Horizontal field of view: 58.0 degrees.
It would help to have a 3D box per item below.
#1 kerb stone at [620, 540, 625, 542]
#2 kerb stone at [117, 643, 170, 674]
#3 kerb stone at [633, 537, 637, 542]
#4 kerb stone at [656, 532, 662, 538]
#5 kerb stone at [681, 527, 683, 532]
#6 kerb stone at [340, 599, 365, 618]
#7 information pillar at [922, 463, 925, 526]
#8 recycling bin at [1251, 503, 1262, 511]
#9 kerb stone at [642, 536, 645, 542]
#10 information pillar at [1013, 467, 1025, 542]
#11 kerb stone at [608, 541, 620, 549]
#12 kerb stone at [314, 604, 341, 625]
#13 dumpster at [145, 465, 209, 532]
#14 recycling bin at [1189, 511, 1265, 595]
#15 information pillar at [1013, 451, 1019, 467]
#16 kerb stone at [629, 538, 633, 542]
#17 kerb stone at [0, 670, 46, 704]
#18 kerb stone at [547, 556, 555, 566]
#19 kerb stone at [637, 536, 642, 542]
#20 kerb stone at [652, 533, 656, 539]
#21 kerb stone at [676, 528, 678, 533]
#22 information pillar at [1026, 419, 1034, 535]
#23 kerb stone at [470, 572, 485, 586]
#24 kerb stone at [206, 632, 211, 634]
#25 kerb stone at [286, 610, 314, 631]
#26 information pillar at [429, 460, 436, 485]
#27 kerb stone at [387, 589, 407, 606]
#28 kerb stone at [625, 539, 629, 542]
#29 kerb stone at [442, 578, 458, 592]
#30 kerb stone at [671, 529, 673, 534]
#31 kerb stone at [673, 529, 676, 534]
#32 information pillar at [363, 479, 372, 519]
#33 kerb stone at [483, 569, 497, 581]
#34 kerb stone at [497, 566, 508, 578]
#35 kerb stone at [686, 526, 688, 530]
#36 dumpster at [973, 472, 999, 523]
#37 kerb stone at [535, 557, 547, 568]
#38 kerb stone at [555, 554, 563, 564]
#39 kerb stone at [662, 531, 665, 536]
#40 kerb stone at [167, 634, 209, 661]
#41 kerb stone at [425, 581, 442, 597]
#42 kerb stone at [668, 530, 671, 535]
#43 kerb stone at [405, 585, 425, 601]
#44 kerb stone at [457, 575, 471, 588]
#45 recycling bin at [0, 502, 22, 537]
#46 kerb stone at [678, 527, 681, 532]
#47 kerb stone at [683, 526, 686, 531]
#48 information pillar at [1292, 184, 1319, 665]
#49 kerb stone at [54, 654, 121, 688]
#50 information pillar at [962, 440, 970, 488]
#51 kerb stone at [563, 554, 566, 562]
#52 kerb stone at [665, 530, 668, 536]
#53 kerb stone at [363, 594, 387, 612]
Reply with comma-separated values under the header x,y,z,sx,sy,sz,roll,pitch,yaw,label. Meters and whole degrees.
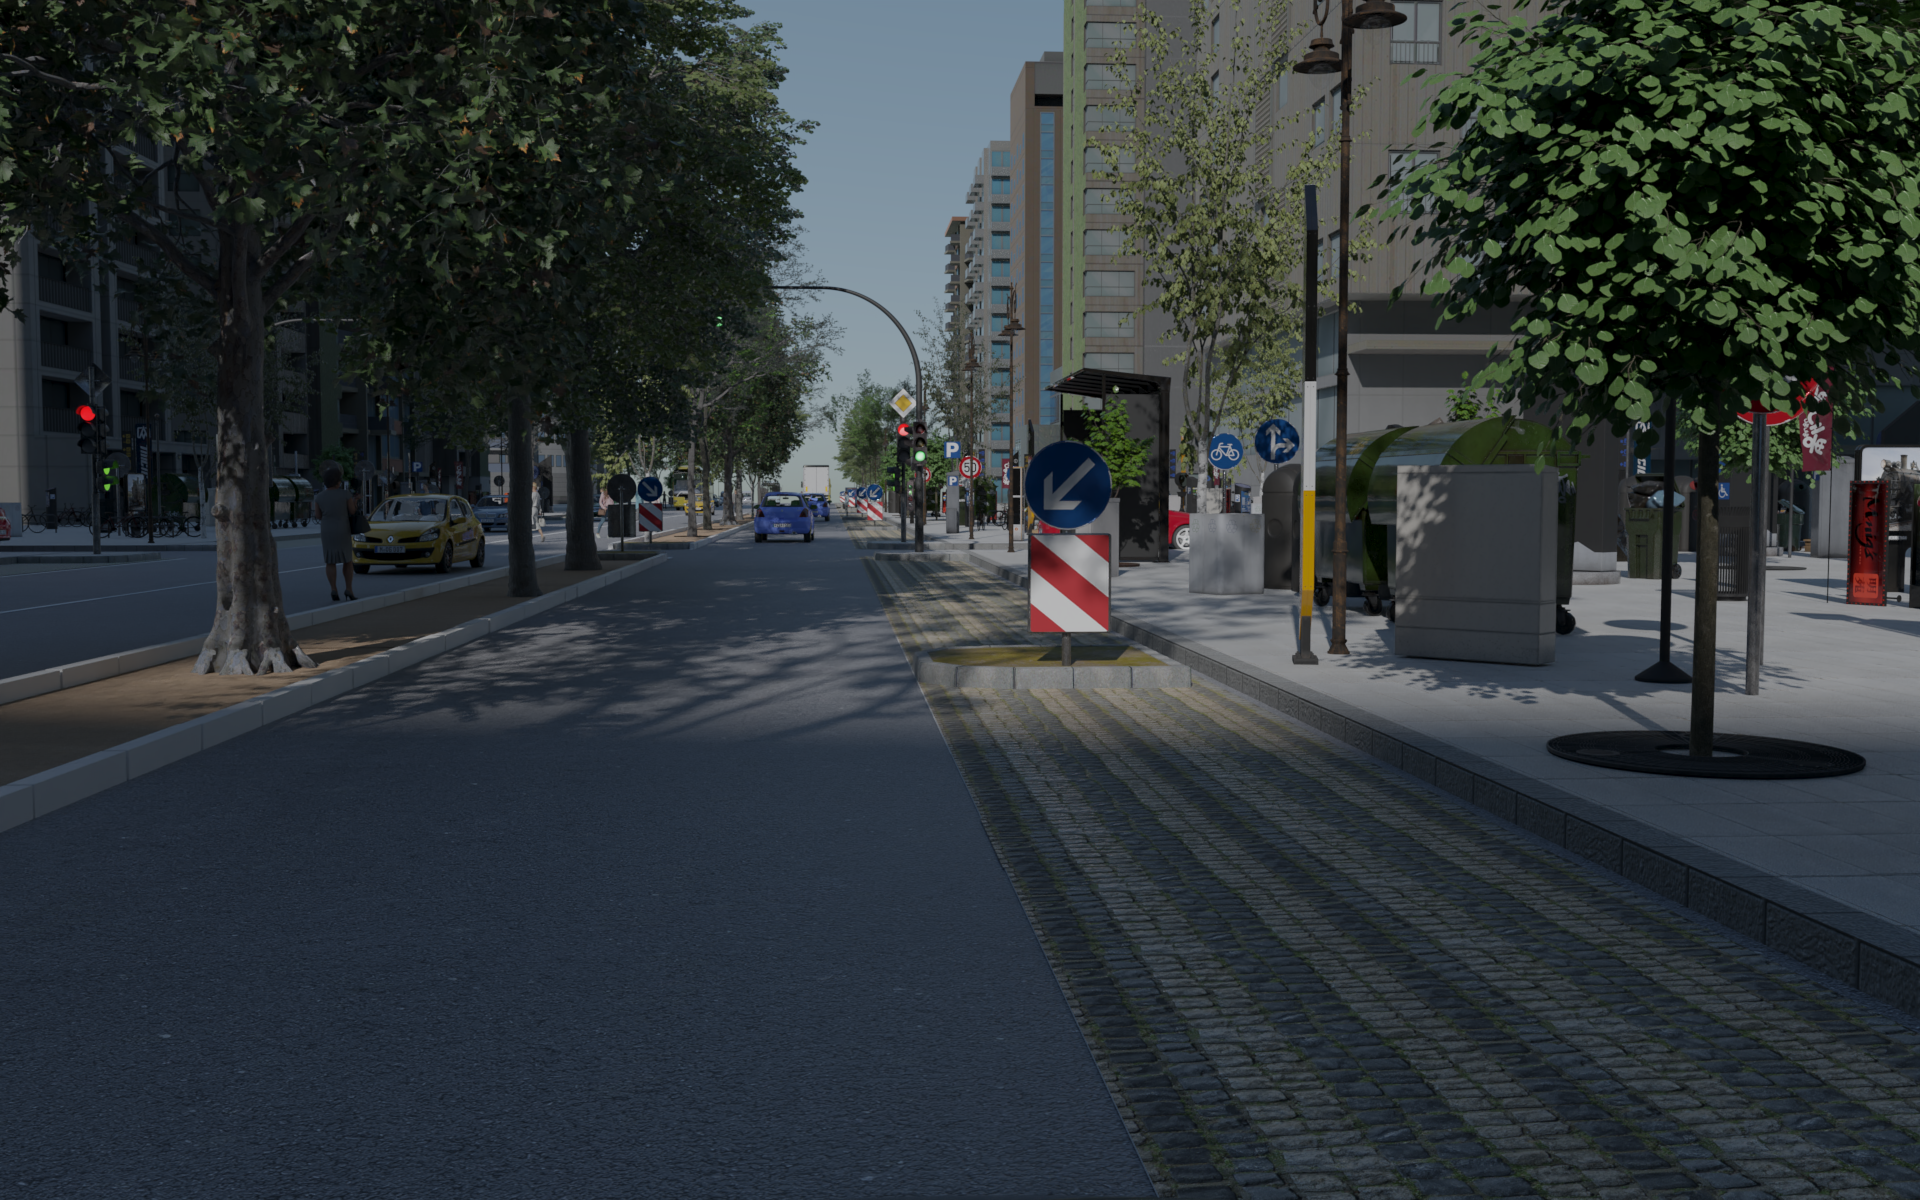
x,y,z,sx,sy,sz,roll,pitch,yaw,label
-9.158,-1.477,46.347,0.120,0.150,1.000,0,4,-4,kerb stone
-6.742,0.490,14.183,0.120,0.150,1.000,0,4,-4,kerb stone
-9.393,-1.658,49.418,0.120,0.150,1.000,0,4,-4,kerb stone
-9.935,-2.102,56.562,0.120,0.150,1.000,0,4,-4,kerb stone
-10.541,-2.601,64.729,0.120,0.150,1.000,0,4,-4,kerb stone
-7.204,0.115,20.312,0.120,0.150,1.000,0,4,-4,kerb stone
-1.597,-4.825,70.235,0.183,3.616,0.504,2,4,24,information pillar
8.189,-2.124,47.279,0.722,1.027,0.722,-1,4,-10,recycling bin
-9.537,-1.788,51.459,0.120,0.150,1.000,0,4,-4,kerb stone
1.565,-2.591,46.859,0.304,2.012,0.304,1,4,17,information pillar
-9.084,-1.415,45.327,0.120,0.150,1.000,0,4,-4,kerb stone
-7.123,0.178,19.289,0.120,0.150,1.000,0,4,-4,kerb stone
-26.559,-3.435,58.657,1.502,2.255,1.985,0,4,-4,dumpster
3.446,-0.602,22.394,0.722,1.027,0.722,-2,4,-27,recycling bin
2.964,-6.258,93.670,0.504,3.616,0.183,2,4,26,information pillar
-9.319,-1.602,48.387,0.120,0.150,1.000,0,4,-4,kerb stone
-6.590,0.618,12.138,0.120,0.150,1.000,0,4,-4,kerb stone
-8.279,-0.759,34.608,0.120,0.150,1.000,0,4,-4,kerb stone
-9.464,-1.725,50.437,0.120,0.150,1.000,0,4,-4,kerb stone
-9.774,-1.974,54.520,0.120,0.150,1.000,0,4,-4,kerb stone
-10.387,-2.477,62.691,0.120,0.150,1.000,0,4,-4,kerb stone
2.213,-3.826,53.918,0.183,3.616,0.504,-1,4,-11,information pillar
-7.736,-0.322,27.465,0.120,0.150,1.000,0,4,-4,kerb stone
-6.900,0.365,16.222,0.120,0.150,1.000,0,4,-4,kerb stone
-7.049,0.240,18.269,0.120,0.150,1.000,0,4,-4,kerb stone
-36.295,-7.822,119.249,0.183,3.616,0.504,3,4,38,information pillar
-7.359,-0.001,22.360,0.120,0.150,1.000,0,4,-4,kerb stone
-9.231,-1.539,47.366,0.120,0.150,1.000,0,4,-4,kerb stone
-7.582,-0.197,25.422,0.120,0.150,1.000,0,4,-4,kerb stone
-10.231,-2.352,60.653,0.120,0.150,1.000,0,4,-4,kerb stone
-10.312,-2.408,61.673,0.120,0.150,1.000,0,4,-4,kerb stone
-24.631,-4.127,71.973,0.304,2.012,0.304,-1,4,-10,information pillar
-7.821,-0.385,28.484,0.120,0.150,1.000,0,4,-4,kerb stone
-7.898,-0.446,29.504,0.120,0.150,1.000,0,4,-4,kerb stone
-10.697,-2.727,66.774,0.120,0.150,1.000,0,4,-4,kerb stone
0.884,-4.464,75.484,1.502,2.255,1.985,0,4,-4,dumpster
-8.193,-0.697,33.587,0.120,0.150,1.000,0,4,-4,kerb stone
-8.352,-0.820,35.628,0.120,0.150,1.000,0,4,-4,kerb stone
-10.002,-2.162,57.583,0.120,0.150,1.000,0,4,-4,kerb stone
-6.829,0.432,15.202,0.120,0.150,1.000,0,4,-4,kerb stone
-7.510,-0.133,24.403,0.120,0.150,1.000,0,4,-4,kerb stone
-10.156,-2.289,59.626,0.120,0.150,1.000,0,4,-4,kerb stone
-7.432,-0.072,23.383,0.120,0.150,1.000,0,4,-4,kerb stone
-7.668,-0.259,26.443,0.120,0.150,1.000,0,4,-4,kerb stone
-28.590,-2.398,51.761,0.722,1.027,0.722,1,4,19,recycling bin
-10.456,-2.539,63.711,0.120,0.150,1.000,0,4,-4,kerb stone
-10.619,-2.664,65.755,0.120,0.150,1.000,0,4,-4,kerb stone
2.613,-1.323,12.984,0.183,3.616,0.504,1,4,9,information pillar
-6.662,0.552,13.164,0.120,0.150,1.000,0,4,-4,kerb stone
0.302,-4.885,71.221,0.504,3.616,0.183,2,4,29,information pillar
-8.433,-0.883,36.654,0.120,0.150,1.000,0,4,-4,kerb stone
-10.081,-2.227,58.607,0.120,0.150,1.000,0,4,-4,kerb stone
-7.281,0.053,21.332,0.120,0.150,1.000,0,4,-4,kerb stone
